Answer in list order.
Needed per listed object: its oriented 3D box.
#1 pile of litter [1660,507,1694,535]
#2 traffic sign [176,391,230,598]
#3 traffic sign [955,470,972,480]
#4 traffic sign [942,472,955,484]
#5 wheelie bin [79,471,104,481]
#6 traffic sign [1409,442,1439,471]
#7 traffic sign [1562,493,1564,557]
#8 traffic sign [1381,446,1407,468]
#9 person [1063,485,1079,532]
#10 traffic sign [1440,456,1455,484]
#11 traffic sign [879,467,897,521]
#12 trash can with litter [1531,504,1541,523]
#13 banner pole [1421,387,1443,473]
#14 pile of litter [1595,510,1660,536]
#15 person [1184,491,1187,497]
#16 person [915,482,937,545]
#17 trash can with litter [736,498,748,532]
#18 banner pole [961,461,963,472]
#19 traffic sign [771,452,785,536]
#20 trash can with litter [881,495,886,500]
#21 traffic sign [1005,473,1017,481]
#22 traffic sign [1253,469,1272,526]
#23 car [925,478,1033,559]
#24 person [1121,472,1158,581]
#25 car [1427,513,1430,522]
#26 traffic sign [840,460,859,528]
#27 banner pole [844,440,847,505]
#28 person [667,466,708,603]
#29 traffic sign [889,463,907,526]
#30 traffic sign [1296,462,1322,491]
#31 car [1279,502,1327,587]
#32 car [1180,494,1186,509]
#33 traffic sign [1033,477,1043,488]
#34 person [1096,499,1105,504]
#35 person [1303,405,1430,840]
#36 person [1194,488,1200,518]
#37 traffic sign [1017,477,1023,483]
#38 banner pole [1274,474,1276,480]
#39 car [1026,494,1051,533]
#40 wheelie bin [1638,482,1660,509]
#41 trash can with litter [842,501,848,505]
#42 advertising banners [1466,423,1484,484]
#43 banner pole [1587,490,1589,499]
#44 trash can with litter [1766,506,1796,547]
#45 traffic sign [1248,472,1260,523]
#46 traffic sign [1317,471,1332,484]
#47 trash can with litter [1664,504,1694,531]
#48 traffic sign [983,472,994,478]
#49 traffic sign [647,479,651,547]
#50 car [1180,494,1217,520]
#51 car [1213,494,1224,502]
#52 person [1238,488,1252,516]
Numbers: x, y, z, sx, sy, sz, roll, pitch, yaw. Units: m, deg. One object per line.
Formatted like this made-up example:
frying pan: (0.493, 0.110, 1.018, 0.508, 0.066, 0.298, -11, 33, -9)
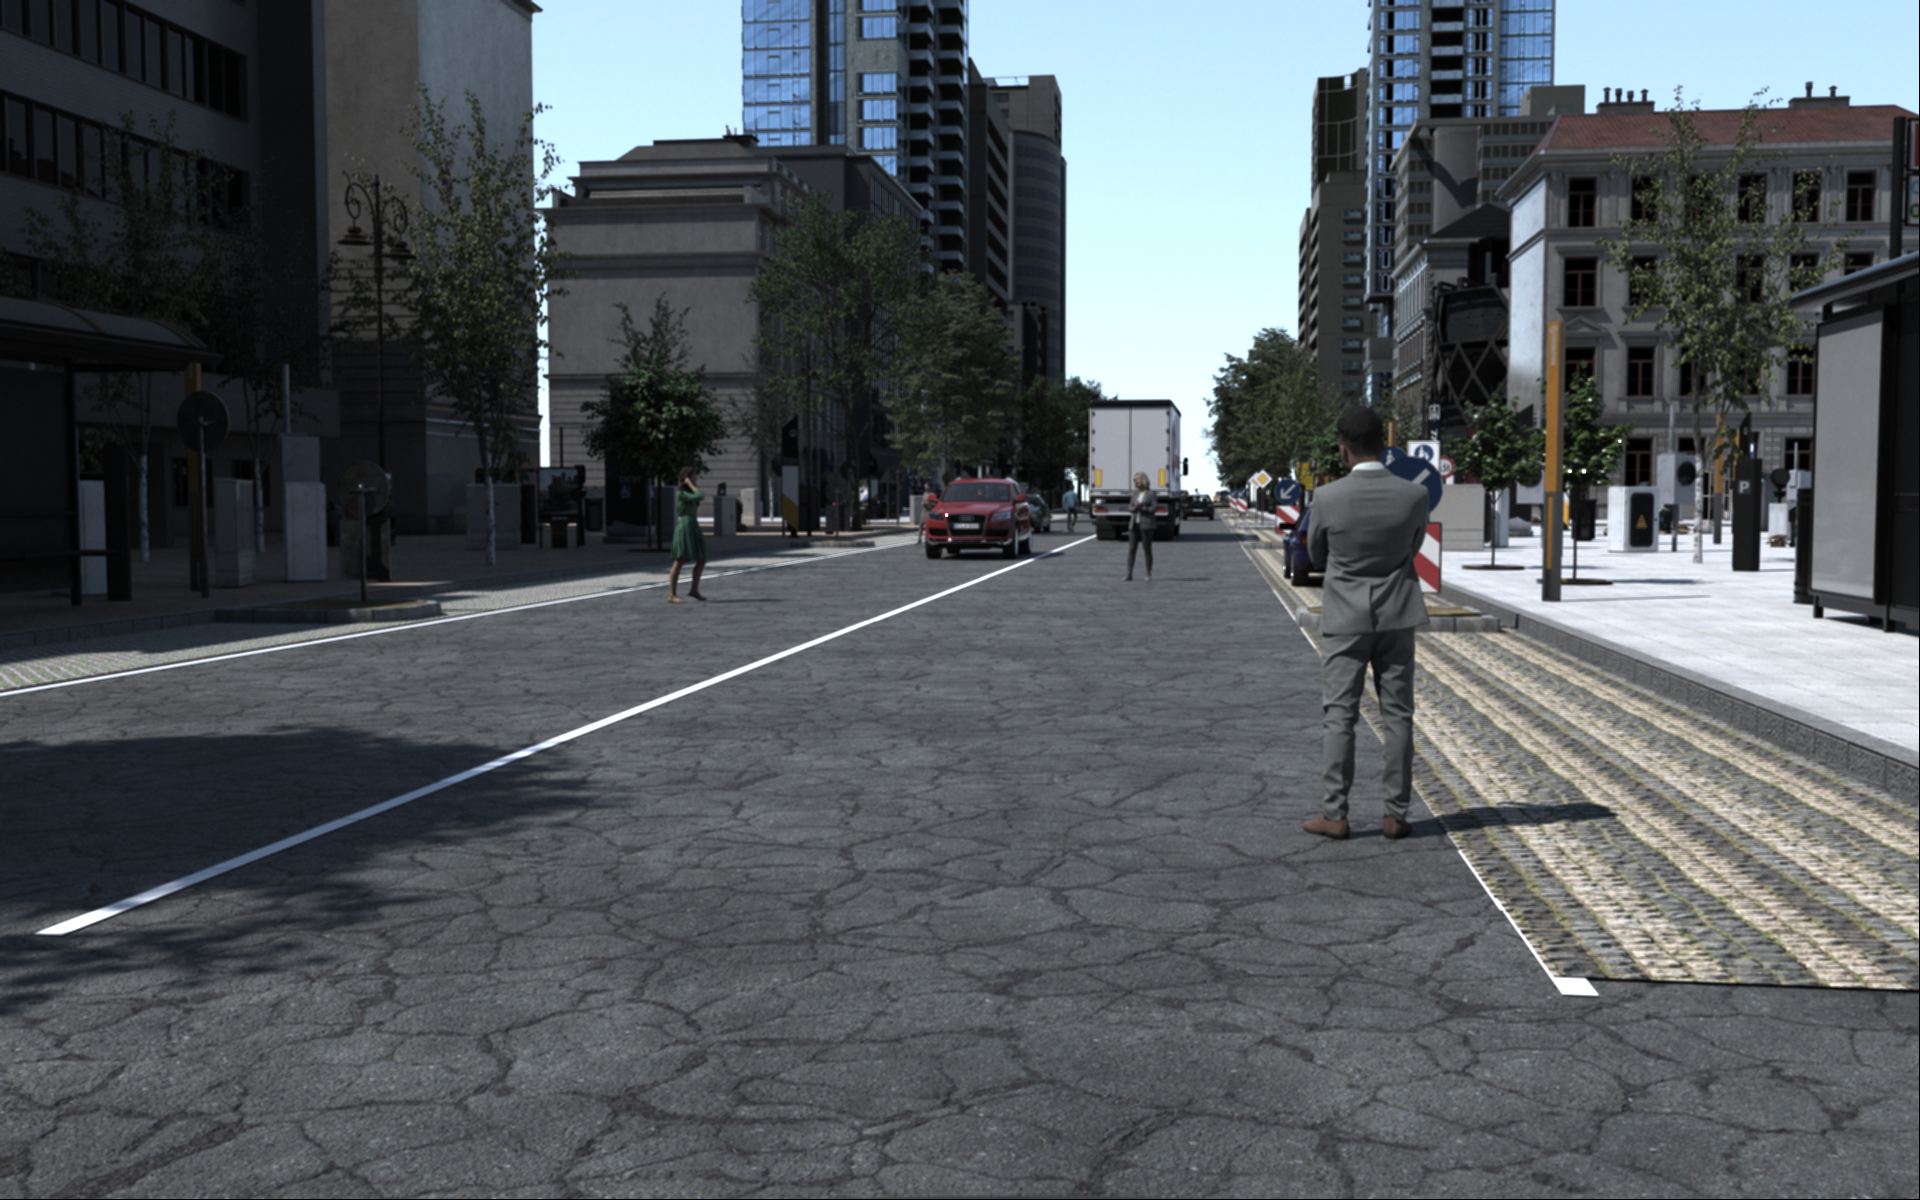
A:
pile of litter: (22.753, -2.532, 55.371, 1.719, 0.858, 1.176, 0, 4, -6)
traffic sign: (-9.368, -1.303, 21.416, 0.768, 2.556, 0.104, 1, 4, 16)
traffic sign: (0.175, -4.153, 71.543, 0.795, 2.450, 0.064, 0, 4, 8)
traffic sign: (-0.659, -6.014, 98.436, 0.768, 2.556, 0.104, 1, 4, 12)
wheelie bin: (-12.221, -0.998, 24.225, 0.980, 1.594, 0.693, -2, 4, -26)
traffic sign: (8.951, -1.917, 33.480, 0.606, 2.300, 0.079, 1, 4, 12)
traffic sign: (12.331, -2.164, 35.484, 0.768, 2.556, 0.104, 1, 4, 15)
traffic sign: (11.610, -2.835, 46.455, 0.768, 2.556, 0.104, 1, 4, 14)
person: (4.175, -3.441, 65.106, 0.601, 1.785, 0.444, 2, 4, 27)
traffic sign: (16.057, -3.516, 57.593, 0.768, 2.556, 0.104, 1, 4, 17)
traffic sign: (-3.420, -5.011, 81.936, 0.884, 2.594, 0.081, 1, 4, 11)
trash can with litter: (25.498, -3.943, 75.856, 1.055, 1.170, 0.624, -1, 4, -15)
banner pole: (10.910, -3.074, 40.274, 0.401, 3.779, 0.863, -2, 4, -24)
pile of litter: (20.361, -2.409, 53.349, 1.176, 0.858, 1.719, -3, 5, -42)
person: (22.157, -9.885, 170.671, 0.434, 1.755, 0.990, -1, 4, -14)
person: (-0.946, -2.426, 48.504, 0.599, 1.781, 0.374, 2, 4, 34)
trash can with litter: (-7.518, -2.902, 58.828, 0.624, 1.170, 1.055, -2, 4, -33)
banner pole: (0.090, -6.472, 95.831, 0.401, 3.779, 0.863, 0, 4, 6)
traffic sign: (-5.357, -3.205, 52.510, 0.768, 2.556, 0.104, 1, 4, 12)
trash can with litter: (-7.758, -8.384, 148.143, 2.233, 1.210, 1.678, -3, 4, -37)
traffic sign: (3.075, -6.455, 105.640, 0.768, 2.556, 0.104, 1, 4, 14)
traffic sign: (12.197, -4.048, 69.832, 0.795, 2.450, 0.064, 0, 4, 8)
car: (0.491, -1.914, 39.967, 2.281, 1.827, 5.304, 0, 4, 8)
person: (2.997, -1.217, 28.578, 0.537, 1.800, 0.526, 3, 5, 42)
car: (20.086, -3.711, 72.682, 4.499, 1.417, 2.014, 1, 4, 9)
traffic sign: (-4.177, -3.986, 65.278, 0.768, 2.556, 0.104, 1, 4, 13)
banner pole: (-5.308, -5.516, 80.197, 0.401, 3.779, 0.863, 0, 4, -7)
person: (-3.609, -0.866, 22.903, 0.529, 1.795, 0.600, 0, 4, -5)
traffic sign: (-2.519, -4.294, 70.315, 0.768, 2.556, 0.104, 1, 4, 11)
traffic sign: (22.544, -7.127, 110.406, 2.265, 3.308, 0.079, 1, 4, 12)
car: (6.147, -0.938, 27.910, 1.945, 1.354, 3.894, 0, 4, 8)
car: (18.119, -8.131, 144.747, 2.131, 1.459, 4.920, 1, 4, 9)
traffic sign: (5.840, -7.976, 130.515, 0.768, 2.556, 0.104, 1, 4, 13)
person: (5.629, -3.769, 69.998, 0.514, 1.842, 0.818, 2, 4, 35)
person: (1.708, 0.083, 7.332, 0.511, 1.800, 0.466, -1, 4, -11)
person: (14.441, -5.921, 105.526, 0.478, 1.798, 0.641, 0, 4, -7)
traffic sign: (4.337, -7.895, 129.186, 0.768, 2.556, 0.104, 1, 4, 12)
banner pole: (26.179, -9.423, 144.076, 0.401, 3.779, 0.863, 2, 4, 25)
car: (2.316, -3.245, 64.858, 2.131, 1.459, 4.920, 1, 4, 9)
wheelie bin: (17.628, -2.245, 44.620, 0.693, 1.594, 0.980, 0, 4, 2)
trash can with litter: (-6.983, -5.410, 99.843, 1.055, 1.170, 0.624, 3, 4, 37)
advertising banners: (12.096, -2.876, 43.204, 2.074, 3.025, 0.090, 1, 4, 19)
banner pole: (25.072, -4.795, 68.422, 0.863, 3.779, 0.401, 1, 4, 18)
trash can with litter: (20.009, -1.856, 41.732, 1.055, 1.170, 0.624, 3, 5, 41)
traffic sign: (13.313, -4.532, 77.739, 0.795, 2.450, 0.064, 0, 4, 8)
traffic sign: (18.633, -5.413, 88.608, 0.768, 2.556, 0.104, 1, 4, 13)
trash can with litter: (25.422, -3.046, 60.867, 2.233, 1.210, 1.678, 0, 4, -7)
traffic sign: (1.291, -4.637, 79.450, 0.795, 2.450, 0.064, 0, 4, 8)
traffic sign: (-7.470, -2.538, 41.602, 0.768, 2.556, 0.104, 1, 4, 17)
car: (13.152, -5.248, 95.585, 2.009, 1.686, 4.222, 1, 4, 9)
car: (40.035, -15.758, 267.867, 2.015, 1.641, 3.980, 0, 4, 8)
person: (17.585, -5.996, 106.647, 0.853, 1.813, 0.709, 0, 4, -2)
